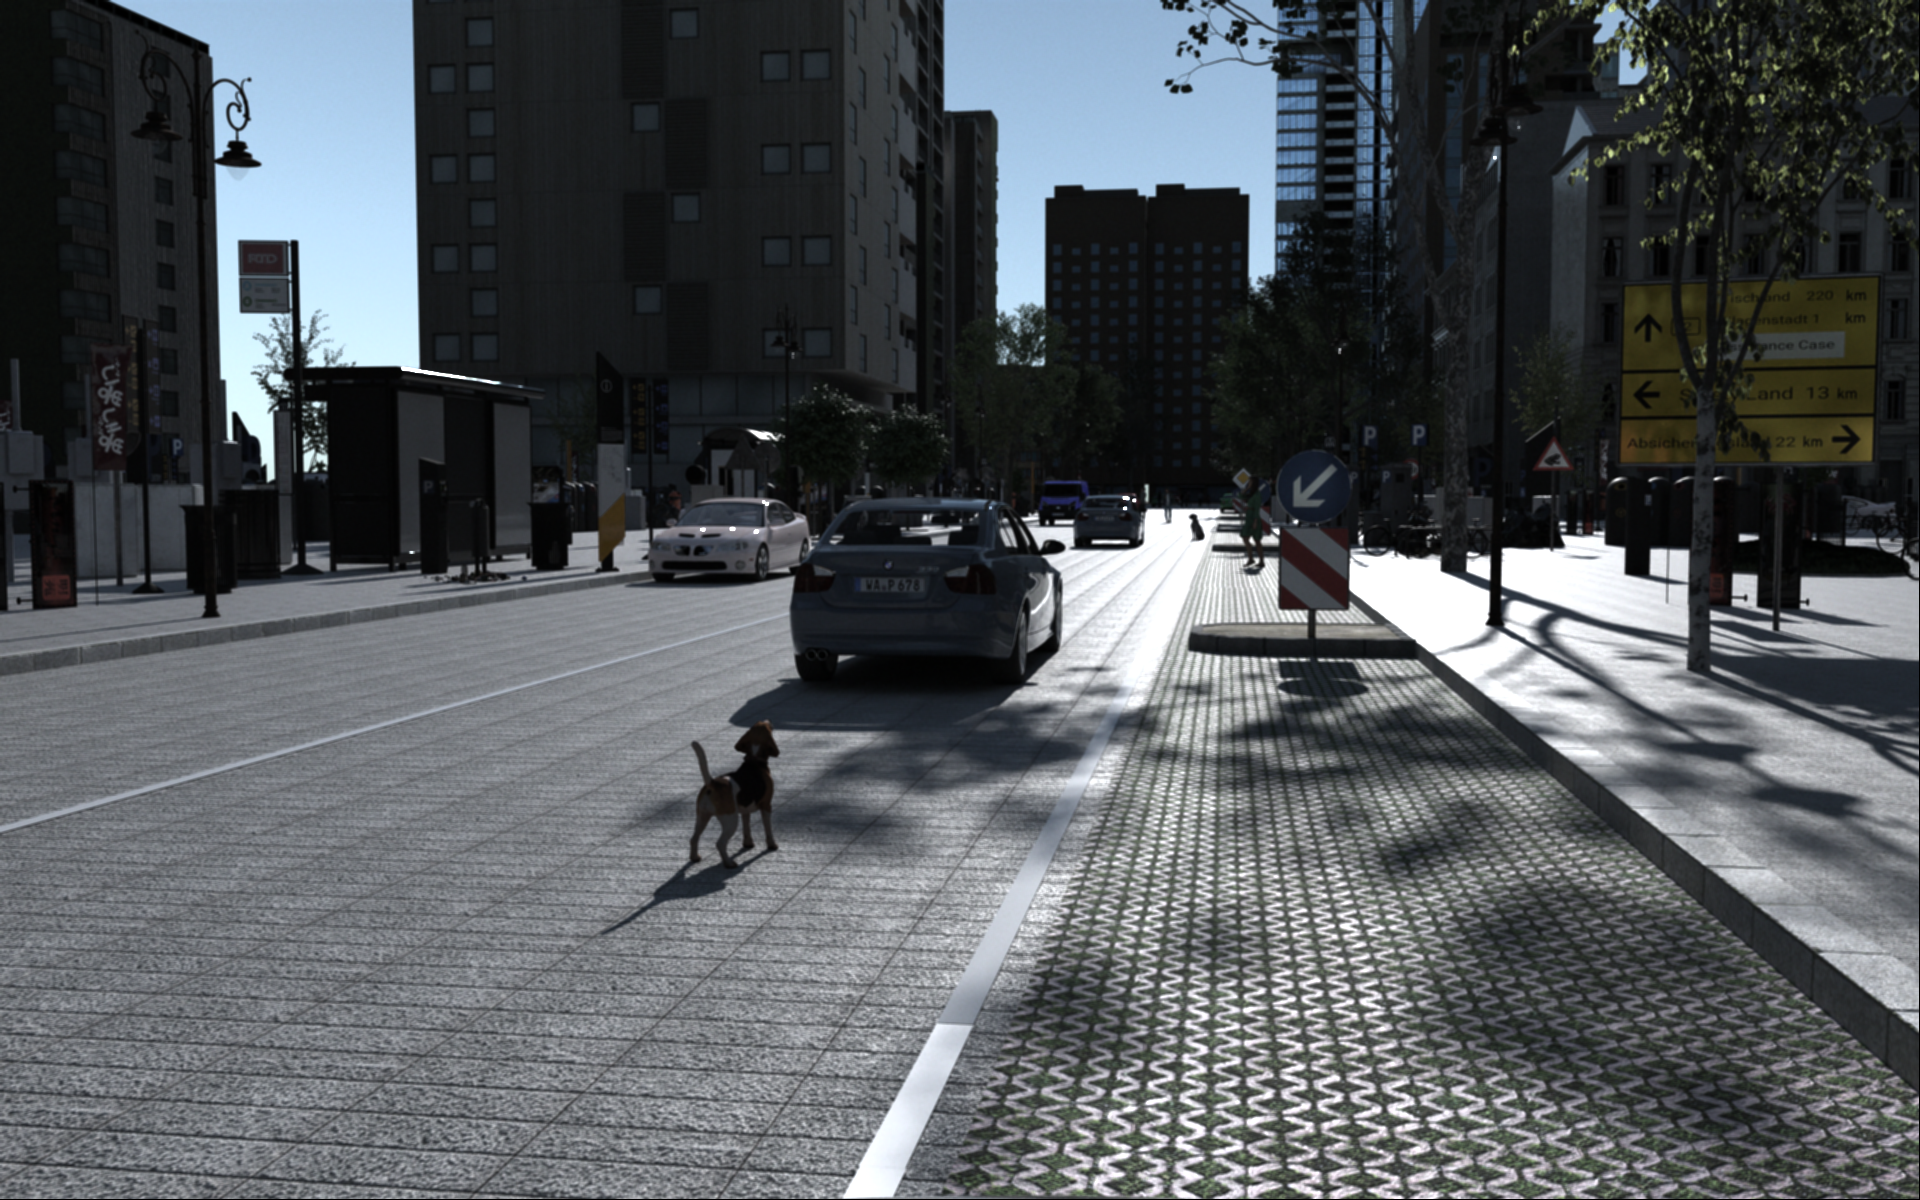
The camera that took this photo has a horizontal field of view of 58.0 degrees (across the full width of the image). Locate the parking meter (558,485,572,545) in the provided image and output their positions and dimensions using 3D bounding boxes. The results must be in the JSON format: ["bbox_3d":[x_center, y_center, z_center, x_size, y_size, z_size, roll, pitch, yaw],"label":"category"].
[{"bbox_3d":[-10.047,-2.177,43.999,0.372,1.533,0.369,0,3,0],"label":"parking meter"}]

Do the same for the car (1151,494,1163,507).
[{"bbox_3d":[21.887,-11.030,189.138,1.959,1.807,4.718,1,4,10],"label":"car"}]

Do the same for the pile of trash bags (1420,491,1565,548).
[{"bbox_3d":[13.435,-2.048,43.235,1.912,1.369,3.447,-1,4,-23],"label":"pile of trash bags"}]

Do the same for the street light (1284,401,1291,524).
[{"bbox_3d":[14.198,-6.243,74.857,0.468,5.910,1.993,1,4,9],"label":"street light"}]

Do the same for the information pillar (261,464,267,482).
[{"bbox_3d":[-52.756,-8.556,131.249,0.504,3.616,0.183,-2,4,-31],"label":"information pillar"}]

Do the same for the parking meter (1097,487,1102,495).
[{"bbox_3d":[11.545,-8.397,143.002,0.399,1.863,0.255,1,4,9],"label":"parking meter"}]

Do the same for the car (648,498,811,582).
[{"bbox_3d":[-3.883,-1.071,29.867,2.083,1.381,4.827,1,4,9],"label":"car"}]

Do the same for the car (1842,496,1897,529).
[{"bbox_3d":[33.399,-3.326,66.746,4.827,1.381,2.083,1,4,10],"label":"car"}]

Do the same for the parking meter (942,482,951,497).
[{"bbox_3d":[-0.638,-4.610,81.082,0.399,1.863,0.255,-1,4,-16],"label":"parking meter"}]

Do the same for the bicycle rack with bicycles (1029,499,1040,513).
[{"bbox_3d":[6.901,-7.655,138.538,2.925,0.926,2.852,3,4,38],"label":"bicycle rack with bicycles"}]

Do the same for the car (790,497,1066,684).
[{"bbox_3d":[-0.173,-0.149,14.436,2.014,1.417,4.499,1,4,9],"label":"car"}]

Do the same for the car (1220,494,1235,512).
[{"bbox_3d":[21.477,-7.824,136.716,1.959,1.807,4.718,1,4,9],"label":"car"}]

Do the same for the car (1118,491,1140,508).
[{"bbox_3d":[11.592,-6.817,120.498,2.155,1.783,4.494,0,4,8],"label":"car"}]

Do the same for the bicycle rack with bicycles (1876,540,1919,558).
[{"bbox_3d":[21.292,-1.413,36.479,2.852,0.926,2.925,-3,5,-41],"label":"bicycle rack with bicycles"}]

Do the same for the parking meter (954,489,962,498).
[{"bbox_3d":[-0.100,-4.903,88.583,0.372,1.533,0.369,0,3,0],"label":"parking meter"}]

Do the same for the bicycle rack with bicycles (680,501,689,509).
[{"bbox_3d":[-13.159,-4.567,88.045,2.852,0.926,2.925,3,4,39],"label":"bicycle rack with bicycles"}]

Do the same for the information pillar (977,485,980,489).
[{"bbox_3d":[1.579,-8.270,139.702,0.304,2.012,0.304,-3,5,-43],"label":"information pillar"}]

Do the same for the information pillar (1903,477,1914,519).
[{"bbox_3d":[41.735,-4.388,76.233,0.304,2.012,0.304,1,4,10],"label":"information pillar"}]

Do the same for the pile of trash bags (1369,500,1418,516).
[{"bbox_3d":[14.566,-2.927,57.604,1.912,1.369,3.447,0,4,2],"label":"pile of trash bags"}]

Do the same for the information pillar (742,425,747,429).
[{"bbox_3d":[-7.098,-4.093,58.278,0.504,3.616,0.183,0,4,0],"label":"information pillar"}]

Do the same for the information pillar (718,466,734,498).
[{"bbox_3d":[-6.162,-2.521,45.711,0.304,2.012,0.304,3,4,39],"label":"information pillar"}]

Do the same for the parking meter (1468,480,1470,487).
[{"bbox_3d":[21.518,-4.185,74.143,0.399,1.863,0.255,0,4,-1],"label":"parking meter"}]

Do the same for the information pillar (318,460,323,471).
[{"bbox_3d":[-44.461,-7.897,120.467,0.504,3.616,0.183,2,4,32],"label":"information pillar"}]

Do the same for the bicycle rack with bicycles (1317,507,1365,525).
[{"bbox_3d":[11.299,-2.176,48.955,2.925,0.926,2.852,0,4,-5],"label":"bicycle rack with bicycles"}]

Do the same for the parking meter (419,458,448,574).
[{"bbox_3d":[-8.477,-1.358,27.913,0.399,1.863,0.255,1,4,15],"label":"parking meter"}]

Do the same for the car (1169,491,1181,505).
[{"bbox_3d":[27.357,-13.044,221.941,2.281,1.827,5.304,1,4,11],"label":"car"}]

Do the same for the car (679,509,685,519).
[{"bbox_3d":[-9.763,-3.724,73.243,4.827,1.381,2.083,1,4,10],"label":"car"}]

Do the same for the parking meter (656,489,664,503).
[{"bbox_3d":[-14.022,-4.435,80.929,0.372,1.533,0.369,0,3,0],"label":"parking meter"}]

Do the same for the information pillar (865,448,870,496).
[{"bbox_3d":[-3.591,-4.620,66.886,0.183,3.616,0.504,-1,4,-16],"label":"information pillar"}]

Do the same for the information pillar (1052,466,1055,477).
[{"bbox_3d":[7.848,-9.439,145.678,0.183,3.616,0.504,1,4,18],"label":"information pillar"}]

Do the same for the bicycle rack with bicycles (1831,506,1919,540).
[{"bbox_3d":[28.152,-2.405,52.709,2.925,0.926,2.852,-1,4,-16],"label":"bicycle rack with bicycles"}]

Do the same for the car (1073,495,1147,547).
[{"bbox_3d":[4.162,-2.208,48.106,2.014,1.417,4.499,1,4,9],"label":"car"}]

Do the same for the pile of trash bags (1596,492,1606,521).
[{"bbox_3d":[31.710,-4.415,81.940,1.912,1.369,3.447,-3,5,-40],"label":"pile of trash bags"}]

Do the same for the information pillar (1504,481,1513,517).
[{"bbox_3d":[30.910,-5.696,97.622,0.304,2.012,0.304,-3,4,-36],"label":"information pillar"}]

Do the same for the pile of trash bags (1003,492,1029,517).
[{"bbox_3d":[2.947,-5.353,97.275,1.912,1.369,3.447,0,4,1],"label":"pile of trash bags"}]

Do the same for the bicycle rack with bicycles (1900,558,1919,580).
[{"bbox_3d":[15.470,-0.698,24.793,2.852,0.926,2.925,-1,4,-9],"label":"bicycle rack with bicycles"}]

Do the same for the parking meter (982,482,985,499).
[{"bbox_3d":[1.107,-4.570,80.425,0.255,1.863,0.399,1,4,14],"label":"parking meter"}]

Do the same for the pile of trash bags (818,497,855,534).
[{"bbox_3d":[-4.227,-2.837,56.133,1.912,1.369,3.447,1,4,16],"label":"pile of trash bags"}]

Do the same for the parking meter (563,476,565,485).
[{"bbox_3d":[-10.955,-2.537,47.185,0.399,1.863,0.255,2,4,26],"label":"parking meter"}]

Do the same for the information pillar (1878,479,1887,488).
[{"bbox_3d":[43.690,-4.745,82.073,0.304,2.012,0.304,-2,4,-29],"label":"information pillar"}]

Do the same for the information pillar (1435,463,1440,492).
[{"bbox_3d":[36.217,-8.557,131.265,0.183,3.616,0.504,-1,4,-19],"label":"information pillar"}]

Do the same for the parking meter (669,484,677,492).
[{"bbox_3d":[-16.120,-5.596,97.204,0.399,1.863,0.255,-3,4,-36],"label":"parking meter"}]

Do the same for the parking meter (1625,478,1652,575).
[{"bbox_3d":[10.780,-1.169,27.526,0.372,1.533,0.369,0,3,0],"label":"parking meter"}]

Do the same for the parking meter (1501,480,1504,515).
[{"bbox_3d":[22.314,-4.041,71.775,0.255,1.863,0.399,-1,4,-15],"label":"parking meter"}]

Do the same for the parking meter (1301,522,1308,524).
[{"bbox_3d":[14.837,-4.055,74.716,0.372,1.533,0.369,0,3,0],"label":"parking meter"}]

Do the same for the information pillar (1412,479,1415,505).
[{"bbox_3d":[33.026,-8.273,126.618,0.504,3.616,0.183,3,4,36],"label":"information pillar"}]

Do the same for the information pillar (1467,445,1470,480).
[{"bbox_3d":[22.595,-5.257,77.298,0.183,3.616,0.504,3,4,36],"label":"information pillar"}]

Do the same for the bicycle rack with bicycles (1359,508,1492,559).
[{"bbox_3d":[9.699,-1.334,35.201,2.925,0.926,2.852,0,4,8],"label":"bicycle rack with bicycles"}]

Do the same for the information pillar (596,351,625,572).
[{"bbox_3d":[-5.785,-2.281,28.646,0.183,3.616,0.504,3,5,45],"label":"information pillar"}]

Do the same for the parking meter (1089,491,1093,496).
[{"bbox_3d":[10.926,-8.364,145.165,0.372,1.533,0.369,0,3,0],"label":"parking meter"}]

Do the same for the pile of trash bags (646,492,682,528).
[{"bbox_3d":[-11.463,-3.449,66.140,1.912,1.369,3.447,1,4,13],"label":"pile of trash bags"}]
